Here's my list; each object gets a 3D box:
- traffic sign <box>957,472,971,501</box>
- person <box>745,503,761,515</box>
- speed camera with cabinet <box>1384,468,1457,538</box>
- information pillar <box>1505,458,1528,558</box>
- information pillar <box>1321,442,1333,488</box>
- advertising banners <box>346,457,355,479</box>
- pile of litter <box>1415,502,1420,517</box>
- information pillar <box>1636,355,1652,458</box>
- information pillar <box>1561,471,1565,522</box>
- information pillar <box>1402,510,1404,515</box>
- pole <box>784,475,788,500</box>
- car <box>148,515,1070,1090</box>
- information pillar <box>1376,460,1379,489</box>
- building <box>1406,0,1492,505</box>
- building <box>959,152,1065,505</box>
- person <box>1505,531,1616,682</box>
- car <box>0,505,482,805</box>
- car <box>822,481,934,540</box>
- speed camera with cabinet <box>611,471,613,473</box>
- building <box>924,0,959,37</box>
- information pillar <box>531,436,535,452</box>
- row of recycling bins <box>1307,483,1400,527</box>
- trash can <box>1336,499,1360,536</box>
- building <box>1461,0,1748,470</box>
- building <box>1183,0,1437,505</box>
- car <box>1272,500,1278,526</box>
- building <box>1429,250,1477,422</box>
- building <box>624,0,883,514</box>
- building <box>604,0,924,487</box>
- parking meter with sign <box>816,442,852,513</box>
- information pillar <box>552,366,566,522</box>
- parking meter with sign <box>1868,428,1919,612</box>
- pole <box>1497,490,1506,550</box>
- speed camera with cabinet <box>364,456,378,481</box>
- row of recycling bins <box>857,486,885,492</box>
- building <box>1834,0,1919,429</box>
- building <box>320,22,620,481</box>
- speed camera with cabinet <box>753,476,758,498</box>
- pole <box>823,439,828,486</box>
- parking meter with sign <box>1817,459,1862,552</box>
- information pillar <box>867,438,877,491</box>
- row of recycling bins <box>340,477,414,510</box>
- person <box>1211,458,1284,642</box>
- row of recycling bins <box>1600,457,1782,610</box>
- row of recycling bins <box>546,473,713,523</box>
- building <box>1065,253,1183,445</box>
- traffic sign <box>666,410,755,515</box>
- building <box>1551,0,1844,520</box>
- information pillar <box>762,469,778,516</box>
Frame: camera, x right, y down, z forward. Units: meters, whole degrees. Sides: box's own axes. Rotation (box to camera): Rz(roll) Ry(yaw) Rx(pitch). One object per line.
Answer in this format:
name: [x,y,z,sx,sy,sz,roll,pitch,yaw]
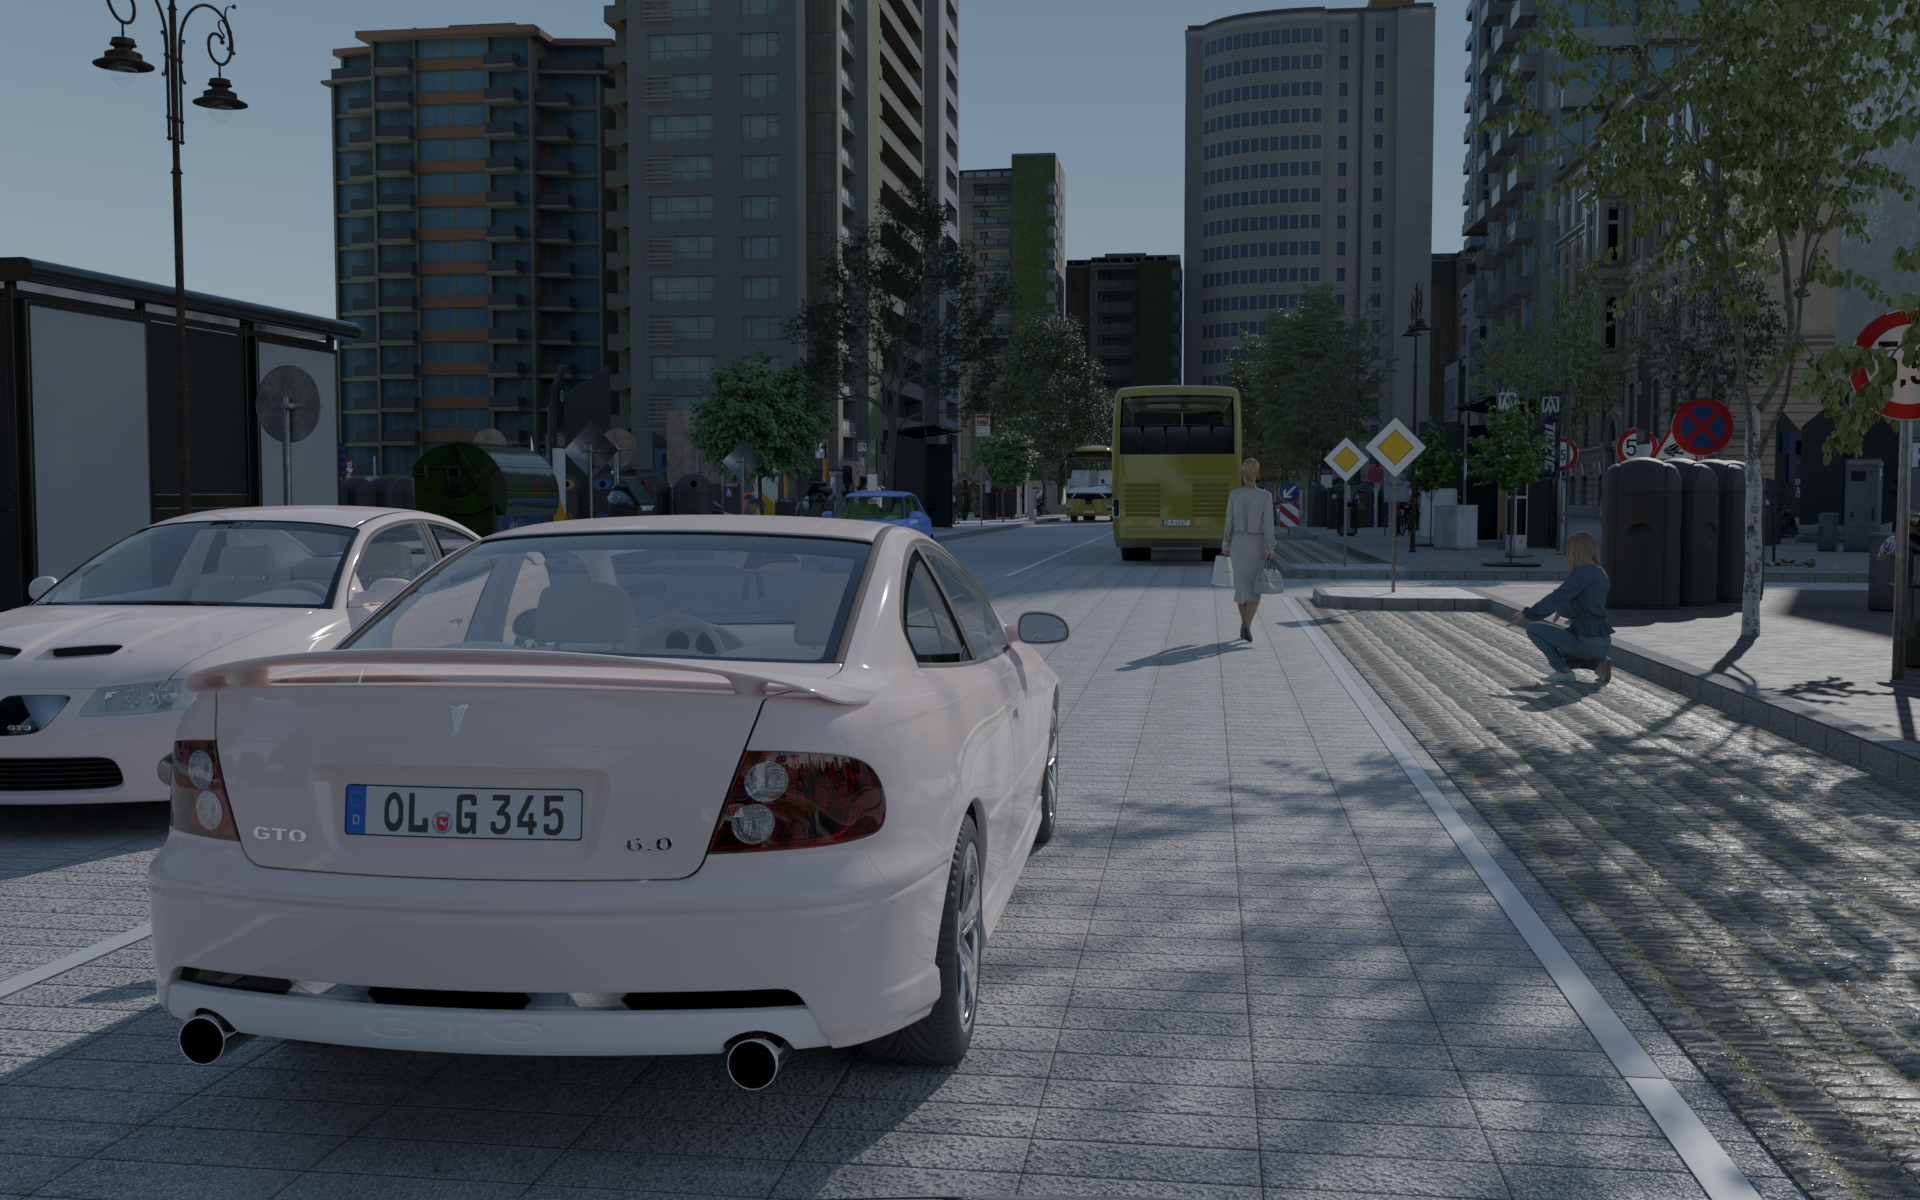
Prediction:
traffic sign: [0.190,-5.457,90.405,0.795,2.450,0.064,1,4,12]
person: [-2.854,-0.670,23.733,0.475,1.303,0.640,1,4,9]
speed camera with cabinet: [13.576,-3.468,51.033,2.038,3.252,0.660,1,4,22]
information pillar: [11.203,-1.857,34.849,0.304,2.012,0.304,-1,4,-20]
information pillar: [15.817,-5.095,74.652,0.504,3.616,0.183,1,4,22]
advertising banners: [-27.862,-5.198,81.176,2.074,3.025,0.090,0,4,4]
pile of litter: [25.733,-5.148,98.138,1.176,0.858,1.719,-2,4,-28]
information pillar: [11.454,-2.307,29.075,0.183,3.616,0.504,0,4,4]
information pillar: [27.991,-5.441,80.309,0.183,3.616,0.504,2,4,25]
information pillar: [26.302,-5.987,102.386,0.304,2.012,0.304,-1,4,-14]
pole: [-10.493,-6.753,104.247,0.158,3.312,0.155,0,3,0]
car: [-0.707,0.400,5.821,2.083,1.381,4.827,0,4,7]
information pillar: [19.296,-5.428,80.103,0.183,3.616,0.504,0,4,3]
building: [51.191,-50.929,145.367,22.319,86.520,31.000,0,4,8]
building: [5.359,-32.264,211.106,14.086,41.232,14.154,0,4,8]
person: [4.561,0.050,13.181,1.012,1.151,0.738,-3,4,-39]
car: [-3.694,0.183,9.374,2.083,1.381,4.827,0,4,7]
car: [-1.583,-1.432,32.999,1.945,1.707,3.694,1,4,9]
speed camera with cabinet: [-14.202,-4.360,65.627,2.038,3.252,0.660,0,4,5]
building: [-14.605,-37.829,160.503,28.212,58.520,21.231,0,4,8]
information pillar: [-17.070,-4.769,69.329,0.183,3.616,0.504,-1,4,-23]
row of recycling bins: [15.276,-3.681,67.303,3.534,1.692,1.069,1,4,16]
trash can: [11.818,-2.519,52.837,0.748,1.137,0.748,0,3,0]
building: [47.404,-30.365,116.069,23.786,49.044,30.456,0,4,8]
building: [41.231,-40.808,209.216,28.212,58.520,21.231,0,4,8]
car: [13.326,-4.035,77.978,2.014,1.417,4.499,0,4,8]
building: [61.894,-26.507,205.086,14.107,30.474,14.160,0,4,8]
building: [-13.372,-26.449,116.034,14.154,41.232,14.086,0,4,8]
building: [-14.982,-31.234,134.372,21.300,48.544,21.600,0,4,8]
parking meter with sign: [-4.022,-3.824,58.787,1.738,3.016,0.543,-3,4,-38]
information pillar: [-7.288,-2.456,31.506,0.183,3.616,0.504,0,4,5]
parking meter with sign: [10.809,-1.402,19.180,1.738,3.016,0.543,-2,4,-29]
pole: [12.509,-2.819,39.926,0.158,3.312,0.155,0,3,0]
speed camera with cabinet: [-30.635,-5.944,91.513,0.660,3.252,2.038,1,4,17]
row of recycling bins: [-4.387,-4.772,85.138,1.069,1.692,3.534,1,4,13]
building: [33.860,-11.660,45.400,16.860,20.320,10.420,0,4,8]
building: [-43.135,-31.177,164.367,28.867,44.769,22.147,0,4,8]
speed camera with cabinet: [-8.122,-4.729,71.652,0.660,3.252,2.038,-1,4,-13]
pole: [-5.008,-4.320,64.483,0.158,3.312,0.155,0,3,0]
parking meter with sign: [19.908,-2.563,38.163,1.738,3.016,0.543,3,4,38]
information pillar: [-3.627,-4.931,71.970,0.504,3.616,0.183,3,5,39]
row of recycling bins: [-14.174,-2.108,41.579,1.069,1.692,3.534,1,4,21]
person: [2.785,-0.494,16.924,0.694,1.780,0.624,3,4,38]
row of recycling bins: [8.649,-0.819,20.511,1.069,1.692,3.534,3,5,43]
row of recycling bins: [-6.621,-1.677,34.534,3.534,1.692,1.069,1,4,10]
building: [19.941,-26.847,210.647,14.107,30.474,14.160,0,4,8]
traffic sign: [-6.000,-2.920,41.619,2.265,3.308,0.079,1,4,15]
building: [37.489,-16.165,83.375,14.460,24.649,34.723,0,4,8]
information pillar: [-5.735,-3.736,52.445,0.504,3.616,0.183,-1,4,-18]
